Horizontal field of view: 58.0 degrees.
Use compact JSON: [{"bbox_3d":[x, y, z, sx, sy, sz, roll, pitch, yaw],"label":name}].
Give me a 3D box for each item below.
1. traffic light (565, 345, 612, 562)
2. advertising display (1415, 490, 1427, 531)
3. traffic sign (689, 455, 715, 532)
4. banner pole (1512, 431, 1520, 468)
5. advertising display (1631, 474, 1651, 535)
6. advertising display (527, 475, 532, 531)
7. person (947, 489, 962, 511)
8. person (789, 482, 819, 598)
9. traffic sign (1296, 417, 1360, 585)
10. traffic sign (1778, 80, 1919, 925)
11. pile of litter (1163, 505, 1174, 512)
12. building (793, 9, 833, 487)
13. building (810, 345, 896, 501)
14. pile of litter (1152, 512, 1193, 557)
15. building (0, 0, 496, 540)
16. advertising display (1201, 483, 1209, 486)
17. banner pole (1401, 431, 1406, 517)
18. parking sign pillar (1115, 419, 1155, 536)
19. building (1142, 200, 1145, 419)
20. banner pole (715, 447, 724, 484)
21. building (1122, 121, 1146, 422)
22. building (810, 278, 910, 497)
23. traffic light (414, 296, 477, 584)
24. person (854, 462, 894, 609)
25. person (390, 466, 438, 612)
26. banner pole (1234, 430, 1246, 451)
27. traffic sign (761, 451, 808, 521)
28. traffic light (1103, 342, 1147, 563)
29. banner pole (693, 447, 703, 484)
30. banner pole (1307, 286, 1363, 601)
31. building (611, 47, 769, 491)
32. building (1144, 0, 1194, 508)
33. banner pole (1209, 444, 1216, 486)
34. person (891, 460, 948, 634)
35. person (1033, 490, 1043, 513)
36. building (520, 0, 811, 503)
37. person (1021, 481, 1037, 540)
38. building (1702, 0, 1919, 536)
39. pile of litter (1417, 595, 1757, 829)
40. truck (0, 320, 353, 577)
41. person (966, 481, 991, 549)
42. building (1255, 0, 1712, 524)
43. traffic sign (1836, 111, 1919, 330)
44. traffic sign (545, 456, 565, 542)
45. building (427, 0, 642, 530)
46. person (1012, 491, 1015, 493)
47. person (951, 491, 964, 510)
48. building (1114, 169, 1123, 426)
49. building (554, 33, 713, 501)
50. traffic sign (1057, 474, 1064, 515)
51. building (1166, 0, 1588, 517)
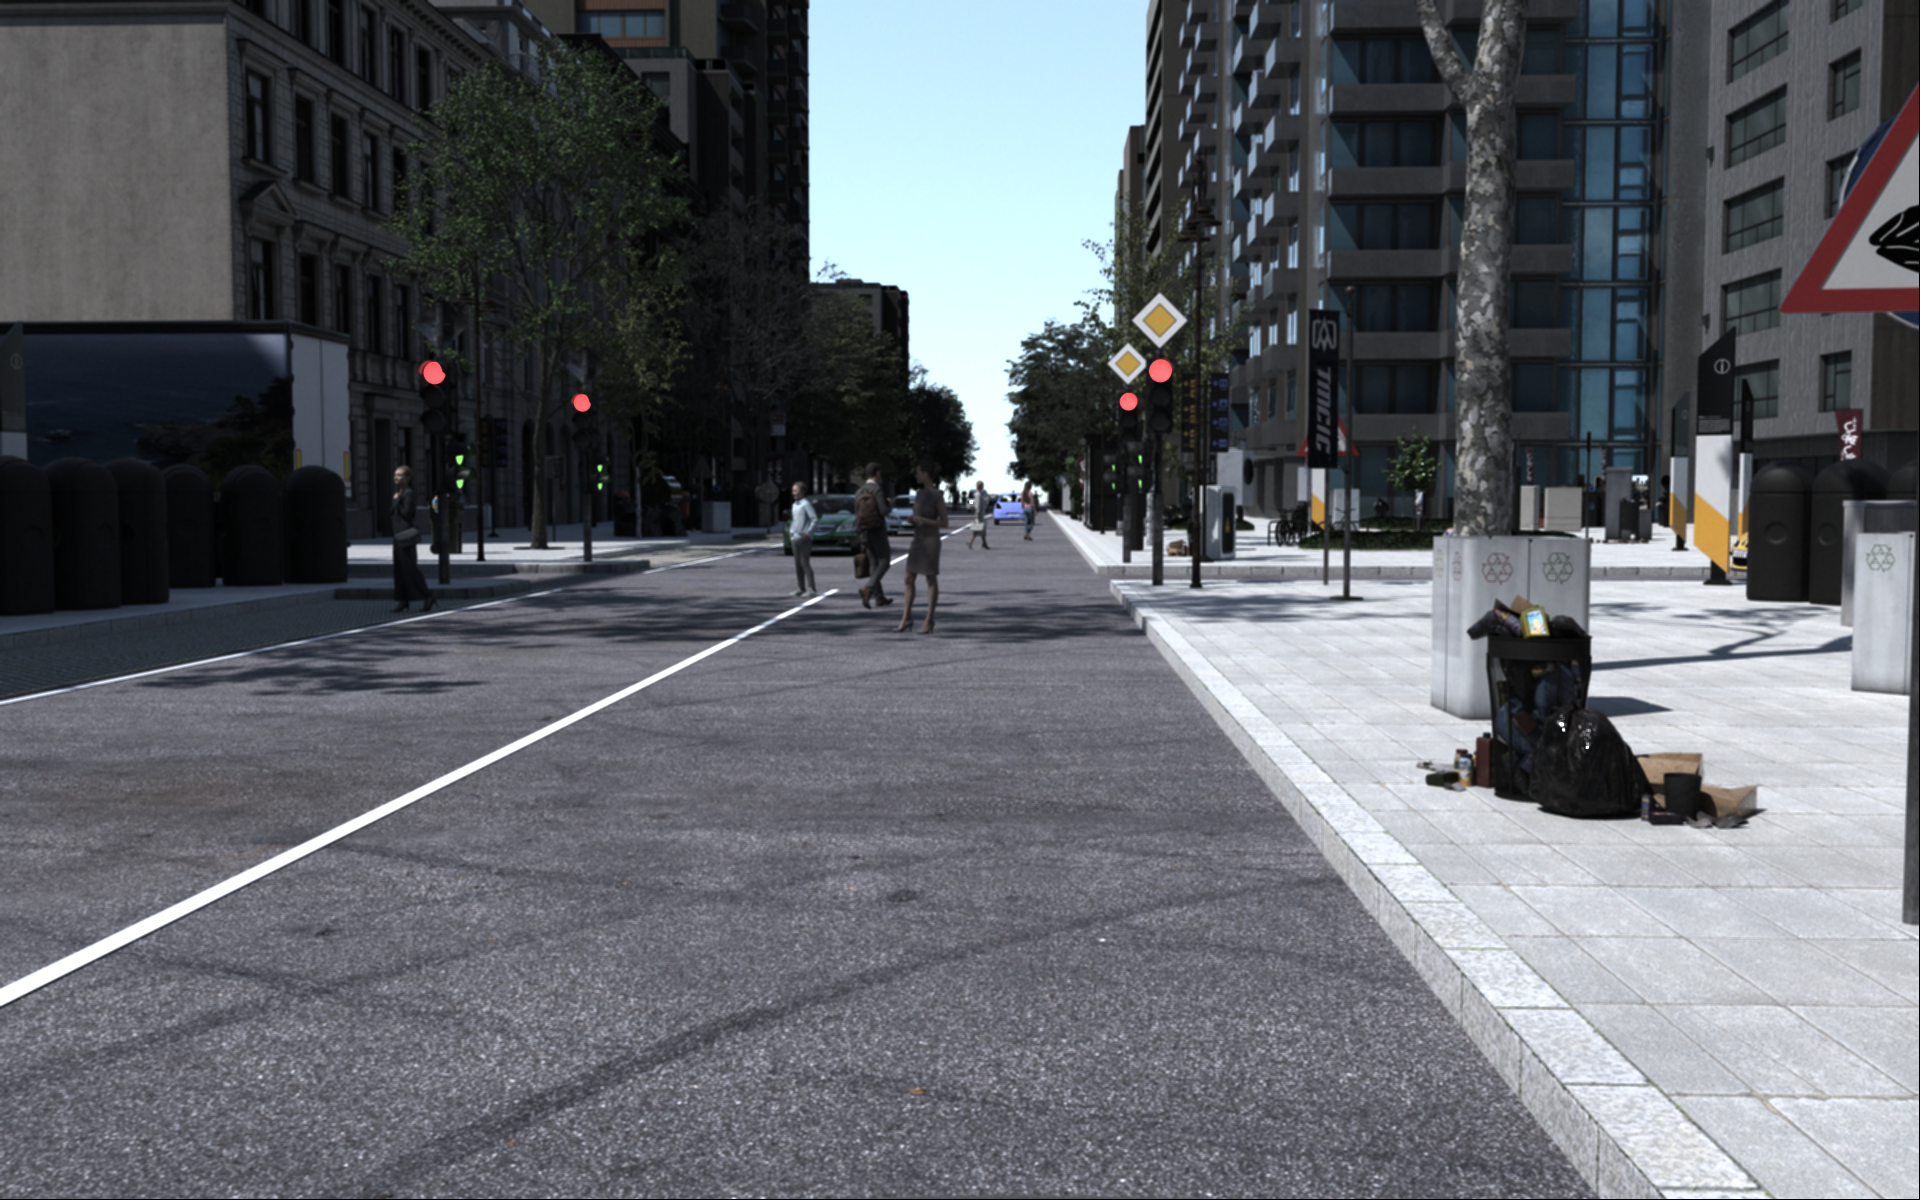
[{"bbox_3d":[-7.010,-2.671,32.594,0.839,4.253,0.868,0,4,2],"label":"traffic light"},{"bbox_3d":[13.886,-2.877,52.251,0.123,1.923,0.974,0,4,0],"label":"advertising display"},{"bbox_3d":[-8.637,-3.544,57.952,0.884,2.594,0.081,0,4,8],"label":"traffic sign"},{"bbox_3d":[22.057,-4.838,69.124,0.863,3.779,0.401,-1,4,-15],"label":"banner pole"},{"bbox_3d":[21.361,-3.036,54.856,0.123,1.923,0.974,-3,5,-43],"label":"advertising display"},{"bbox_3d":[-14.949,-3.359,60.141,0.123,1.923,0.974,-1,4,-14],"label":"advertising display"},{"bbox_3d":[-0.450,-8.391,145.686,1.348,1.826,0.705,-1,4,-16],"label":"person"},{"bbox_3d":[-2.216,-0.848,24.180,0.330,1.601,0.589,-2,4,-29],"label":"person"},{"bbox_3d":[5.150,-1.486,24.307,0.884,2.594,0.081,0,4,4],"label":"traffic sign"},{"bbox_3d":[2.853,-0.312,5.102,0.884,2.594,0.081,0,4,8],"label":"traffic sign"},{"bbox_3d":[8.380,-3.380,69.225,1.719,0.858,1.176,3,5,40],"label":"pile of litter"},{"bbox_3d":[-22.588,-44.200,160.926,20.563,71.187,20.611,0,4,2],"label":"building"},{"bbox_3d":[-22.959,-22.643,215.254,27.650,21.520,28.899,0,4,2],"label":"building"},{"bbox_3d":[4.801,-1.348,36.013,1.719,0.858,1.176,0,4,2],"label":"pile of litter"},{"bbox_3d":[-21.605,-11.365,50.441,10.561,19.102,19.286,0,4,2],"label":"building"},{"bbox_3d":[14.772,-6.080,104.618,0.974,1.923,0.123,-2,4,-26],"label":"advertising display"},{"bbox_3d":[17.632,-4.834,69.054,0.401,3.779,0.863,2,4,26],"label":"banner pole"},{"bbox_3d":[5.518,-3.963,53.272,1.447,3.967,1.447,-1,4,-8],"label":"parking sign pillar"},{"bbox_3d":[24.581,-24.213,167.580,14.160,30.474,14.107,0,4,2],"label":"building"},{"bbox_3d":[-12.870,-6.296,92.960,0.863,3.779,0.401,2,4,31],"label":"banner pole"},{"bbox_3d":[26.611,-33.995,205.934,14.600,45.320,14.200,0,4,2],"label":"building"},{"bbox_3d":[-14.390,-28.434,236.589,14.160,30.474,14.107,0,4,2],"label":"building"},{"bbox_3d":[-7.345,-2.183,24.616,0.839,4.253,0.868,0,4,2],"label":"traffic light"},{"bbox_3d":[-1.111,-0.822,21.907,0.622,1.834,0.822,3,4,37],"label":"person"},{"bbox_3d":[-6.679,-0.738,20.990,0.576,1.772,0.534,3,5,42],"label":"person"},{"bbox_3d":[10.946,-4.766,67.943,0.863,3.779,0.401,-3,4,-37],"label":"banner pole"},{"bbox_3d":[-8.343,-5.407,82.283,2.265,3.308,0.079,1,4,9],"label":"traffic sign"},{"bbox_3d":[3.093,-2.646,32.187,0.839,4.253,0.868,0,4,2],"label":"traffic light"},{"bbox_3d":[-13.873,-6.215,91.632,0.863,3.779,0.401,3,4,37],"label":"banner pole"},{"bbox_3d":[4.490,-1.884,20.814,0.863,3.779,0.401,-2,4,-28],"label":"banner pole"},{"bbox_3d":[-20.906,-21.053,115.917,14.160,30.474,14.107,0,4,2],"label":"building"},{"bbox_3d":[27.258,-32.129,149.005,21.300,48.544,21.600,0,4,2],"label":"building"},{"bbox_3d":[11.286,-5.303,76.716,0.863,3.779,0.401,-3,5,-42],"label":"banner pole"},{"bbox_3d":[-0.405,-0.545,17.750,0.374,1.781,0.599,-3,4,-38],"label":"person"},{"bbox_3d":[6.019,-7.624,133.947,0.742,1.727,0.445,-1,4,-9],"label":"person"},{"bbox_3d":[-23.822,-29.507,137.069,22.147,44.769,28.867,0,4,2],"label":"building"},{"bbox_3d":[2.142,-2.756,53.575,0.555,1.821,0.388,2,4,31],"label":"person"},{"bbox_3d":[29.608,-16.781,46.067,14.107,30.474,14.160,0,4,2],"label":"building"},{"bbox_3d":[2.656,0.399,7.444,1.176,0.858,1.719,0,4,-5],"label":"pile of litter"},{"bbox_3d":[-16.281,-2.478,29.436,11.283,4.237,2.839,0,4,3],"label":"truck"},{"bbox_3d":[0.477,-2.208,44.959,0.624,1.780,0.694,1,4,10],"label":"person"},{"bbox_3d":[25.811,-28.555,86.477,23.786,49.044,30.456,0,4,2],"label":"building"},{"bbox_3d":[3.186,-0.336,5.598,0.768,2.556,0.104,0,4,5],"label":"traffic sign"},{"bbox_3d":[-10.914,-2.715,46.523,0.606,2.300,0.079,0,4,3],"label":"traffic sign"},{"bbox_3d":[-22.312,-14.082,72.035,13.314,21.916,24.055,0,4,2],"label":"building"},{"bbox_3d":[4.952,-9.487,164.136,0.750,1.759,0.617,-2,4,-30],"label":"person"},{"bbox_3d":[-0.210,-9.005,156.408,1.217,1.739,0.721,0,4,5],"label":"person"},{"bbox_3d":[26.846,-32.821,220.224,14.154,41.232,14.086,0,4,2],"label":"building"},{"bbox_3d":[-20.762,-16.035,91.850,12.332,23.373,15.834,0,4,2],"label":"building"},{"bbox_3d":[6.283,-6.448,105.525,0.768,2.556,0.104,1,4,11],"label":"traffic sign"},{"bbox_3d":[27.345,-30.787,122.984,23.786,49.044,30.456,0,4,2],"label":"building"}]
